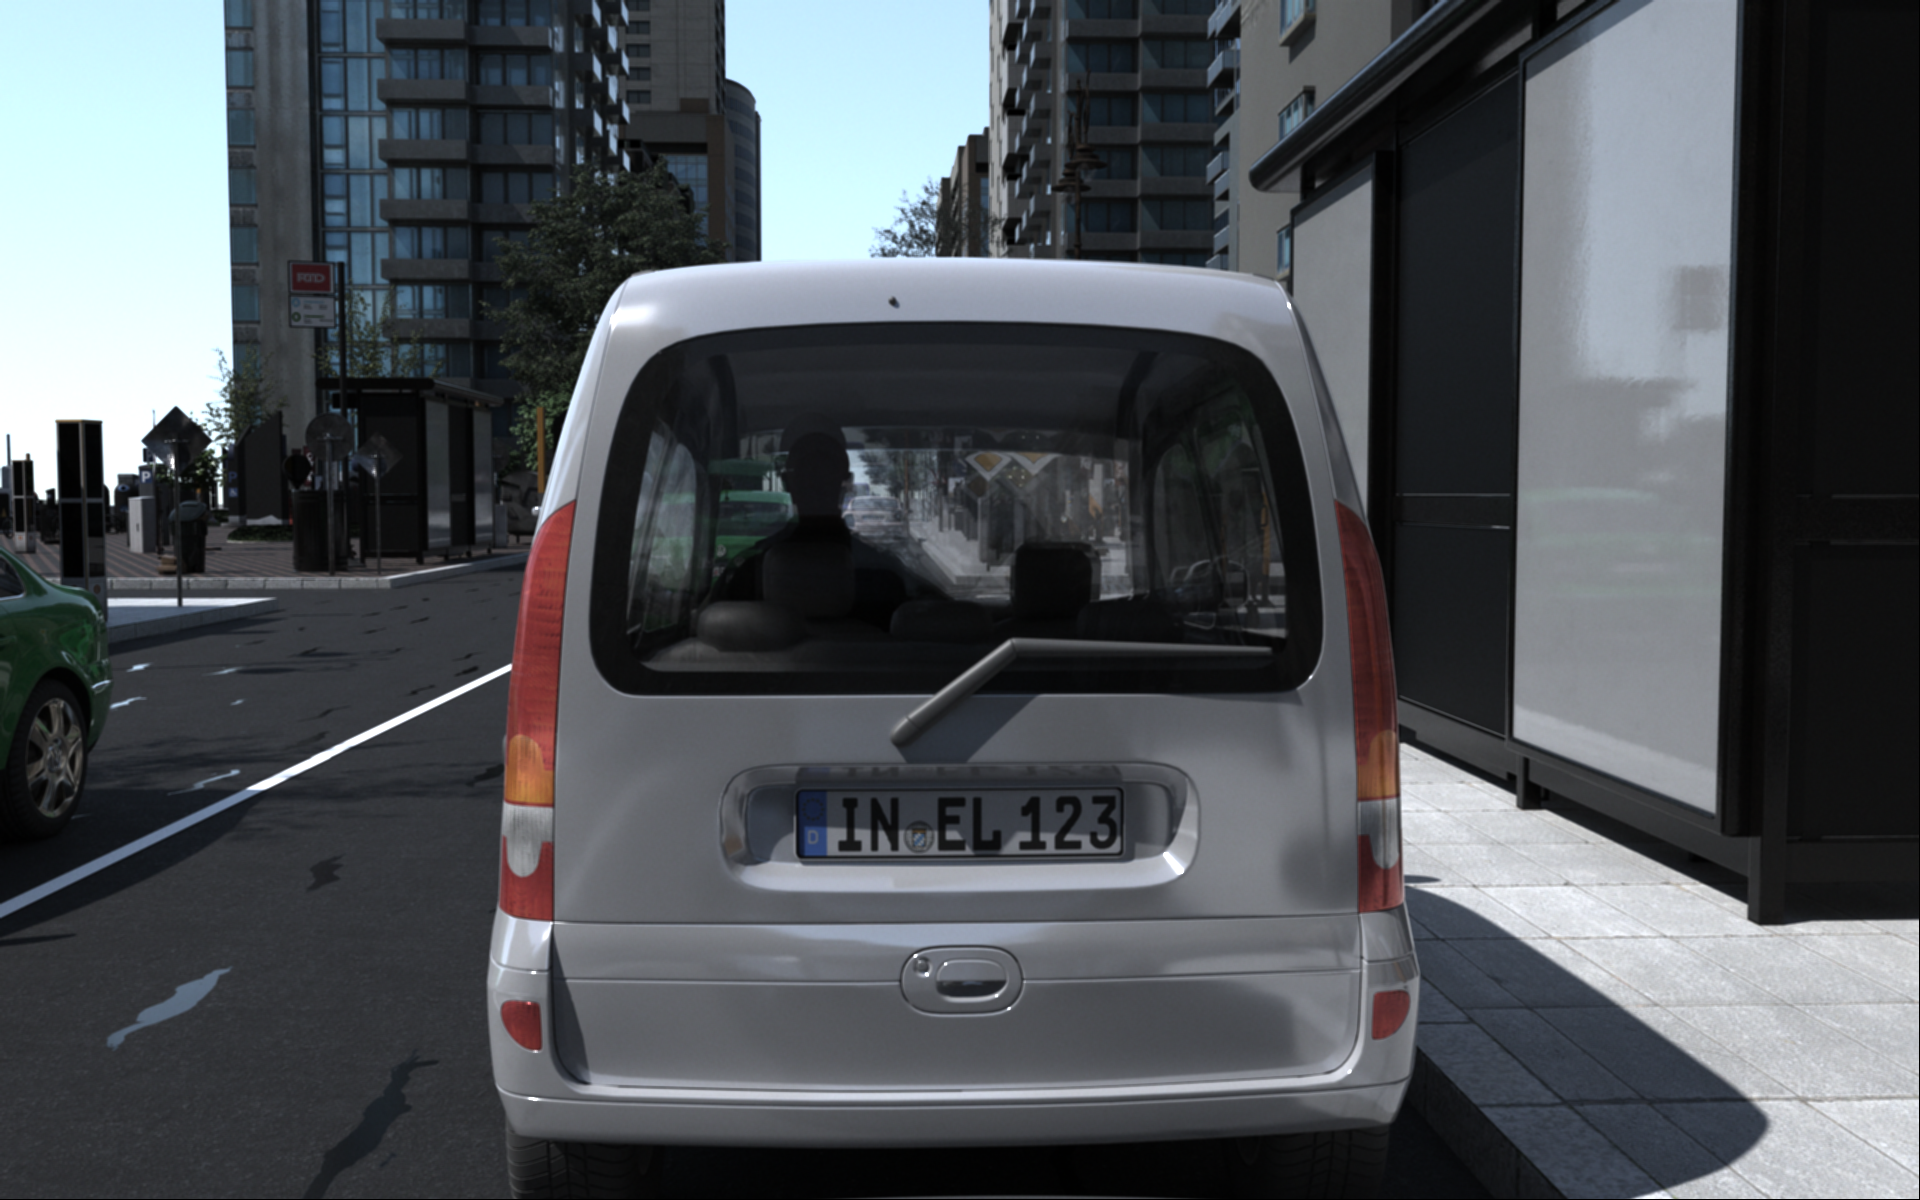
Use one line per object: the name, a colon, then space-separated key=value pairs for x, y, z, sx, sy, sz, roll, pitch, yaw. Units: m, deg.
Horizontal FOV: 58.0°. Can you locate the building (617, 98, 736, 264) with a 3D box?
building: x=-33.362 y=-33.628 z=199.921 sx=14.600 sy=45.320 sz=14.200 roll=0 pitch=4 yaw=-3

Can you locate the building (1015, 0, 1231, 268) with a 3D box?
building: x=15.840 y=-31.143 z=128.792 sx=23.786 sy=49.044 sz=30.456 roll=0 pitch=4 yaw=-3

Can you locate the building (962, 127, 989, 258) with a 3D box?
building: x=7.486 y=-34.365 z=211.973 sx=14.600 sy=45.320 sz=14.200 roll=0 pitch=4 yaw=-3

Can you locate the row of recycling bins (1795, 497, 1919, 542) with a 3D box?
row of recycling bins: x=6.842 y=-0.422 z=14.013 sx=1.069 sy=1.692 sz=3.534 roll=0 pitch=4 yaw=3

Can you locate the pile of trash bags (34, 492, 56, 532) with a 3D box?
pile of trash bags: x=-31.562 y=-3.074 z=60.011 sx=3.447 sy=1.369 sz=1.912 roll=3 pitch=4 yaw=36

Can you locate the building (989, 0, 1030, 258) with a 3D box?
building: x=16.866 y=-34.784 z=157.953 sx=28.713 sy=52.752 sz=27.495 roll=0 pitch=4 yaw=-3

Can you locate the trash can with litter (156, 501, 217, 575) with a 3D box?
trash can with litter: x=-12.501 y=-1.013 z=27.948 sx=0.624 sy=1.170 sz=1.055 roll=0 pitch=4 yaw=1

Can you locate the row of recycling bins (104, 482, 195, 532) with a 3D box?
row of recycling bins: x=-27.612 y=-3.131 z=58.297 sx=3.534 sy=1.692 sz=1.069 roll=-1 pitch=4 yaw=-9

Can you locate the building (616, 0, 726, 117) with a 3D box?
building: x=-37.663 y=-47.641 z=217.179 sx=20.563 sy=71.187 sz=20.611 roll=0 pitch=4 yaw=-3

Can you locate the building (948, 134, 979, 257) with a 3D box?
building: x=9.881 y=-37.080 z=229.961 sx=21.300 sy=48.544 sz=21.600 roll=0 pitch=4 yaw=-3

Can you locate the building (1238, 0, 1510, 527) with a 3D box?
building: x=18.919 y=-25.849 z=46.326 sx=21.600 sy=48.544 sz=21.300 roll=0 pitch=4 yaw=-3

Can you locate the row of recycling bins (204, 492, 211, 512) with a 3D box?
row of recycling bins: x=-32.652 y=-3.980 z=72.184 sx=3.534 sy=1.692 sz=1.069 roll=2 pitch=4 yaw=26

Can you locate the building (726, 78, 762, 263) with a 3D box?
building: x=-39.091 y=-42.815 z=242.027 sx=21.231 sy=58.520 sz=28.212 roll=0 pitch=4 yaw=-3

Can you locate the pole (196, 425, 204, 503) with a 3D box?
pole: x=-22.412 y=-3.497 z=51.025 sx=0.158 sy=3.312 sz=0.155 roll=0 pitch=3 yaw=0

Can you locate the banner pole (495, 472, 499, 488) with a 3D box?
banner pole: x=-22.367 y=-5.662 z=82.590 sx=0.863 sy=3.779 sz=0.401 roll=1 pitch=4 yaw=15

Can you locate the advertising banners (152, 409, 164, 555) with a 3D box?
advertising banners: x=-16.985 y=-2.475 z=36.657 sx=0.090 sy=3.025 sz=2.074 roll=-1 pitch=4 yaw=-22

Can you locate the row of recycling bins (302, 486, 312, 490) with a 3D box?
row of recycling bins: x=-27.072 y=-4.040 z=73.172 sx=1.069 sy=1.692 sz=3.534 roll=0 pitch=4 yaw=-8

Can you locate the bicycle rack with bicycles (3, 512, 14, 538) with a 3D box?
bicycle rack with bicycles: x=-26.881 y=-2.302 z=51.015 sx=2.852 sy=0.926 sz=2.925 roll=1 pitch=4 yaw=21

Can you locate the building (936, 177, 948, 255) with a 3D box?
building: x=7.583 y=-38.413 z=251.761 sx=21.300 sy=48.544 sz=21.600 roll=0 pitch=4 yaw=-3

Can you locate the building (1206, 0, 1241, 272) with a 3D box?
building: x=20.794 y=-47.229 z=84.866 sx=22.319 sy=86.520 sz=31.000 roll=0 pitch=4 yaw=-3

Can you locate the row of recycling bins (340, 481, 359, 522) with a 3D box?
row of recycling bins: x=-19.438 y=-2.899 z=54.508 sx=1.069 sy=1.692 sz=3.534 roll=-1 pitch=4 yaw=-12

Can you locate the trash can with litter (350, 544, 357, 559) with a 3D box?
trash can with litter: x=-12.315 y=-1.380 z=33.946 sx=0.624 sy=1.170 sz=1.055 roll=0 pitch=4 yaw=8

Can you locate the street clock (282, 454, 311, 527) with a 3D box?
street clock: x=-12.096 y=-1.655 z=31.635 sx=0.471 sy=2.002 sz=0.358 roll=-2 pitch=4 yaw=-29

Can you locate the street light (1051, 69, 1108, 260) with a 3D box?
street light: x=1.319 y=-2.854 z=19.449 sx=0.468 sy=5.910 sz=1.993 roll=0 pitch=4 yaw=-3

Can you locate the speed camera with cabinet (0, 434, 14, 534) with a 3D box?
speed camera with cabinet: x=-31.099 y=-3.792 z=56.336 sx=0.660 sy=3.252 sz=2.038 roll=0 pitch=4 yaw=0

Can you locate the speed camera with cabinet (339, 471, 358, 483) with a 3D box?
speed camera with cabinet: x=-24.684 y=-4.532 z=68.429 sx=0.660 sy=3.252 sz=2.038 roll=2 pitch=4 yaw=32

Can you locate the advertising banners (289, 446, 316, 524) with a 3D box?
advertising banners: x=-24.282 y=-4.068 z=62.700 sx=2.074 sy=3.025 sz=0.090 roll=0 pitch=4 yaw=-5

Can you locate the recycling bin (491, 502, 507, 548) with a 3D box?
recycling bin: x=-11.298 y=-1.758 z=41.291 sx=0.722 sy=1.027 sz=0.722 roll=2 pitch=4 yaw=28

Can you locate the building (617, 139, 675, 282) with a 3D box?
building: x=-31.362 y=-22.564 z=140.621 sx=14.160 sy=30.474 sz=14.107 roll=0 pitch=4 yaw=-3

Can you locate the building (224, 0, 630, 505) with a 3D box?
building: x=-34.571 y=-30.400 z=116.655 sx=23.786 sy=49.044 sz=30.456 roll=0 pitch=4 yaw=-3

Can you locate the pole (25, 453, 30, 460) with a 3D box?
pole: x=-46.542 y=-5.671 z=86.560 sx=0.158 sy=3.312 sz=0.155 roll=0 pitch=3 yaw=0

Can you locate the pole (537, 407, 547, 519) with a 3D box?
pole: x=-9.829 y=-2.868 z=40.736 sx=0.158 sy=3.312 sz=0.155 roll=0 pitch=3 yaw=0

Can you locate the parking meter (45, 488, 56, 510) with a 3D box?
parking meter: x=-38.552 y=-3.977 z=73.428 sx=0.372 sy=1.533 sz=0.369 roll=0 pitch=3 yaw=0

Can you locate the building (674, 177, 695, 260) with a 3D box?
building: x=-31.336 y=-23.433 z=154.831 sx=14.160 sy=30.474 sz=14.107 roll=0 pitch=4 yaw=-3
